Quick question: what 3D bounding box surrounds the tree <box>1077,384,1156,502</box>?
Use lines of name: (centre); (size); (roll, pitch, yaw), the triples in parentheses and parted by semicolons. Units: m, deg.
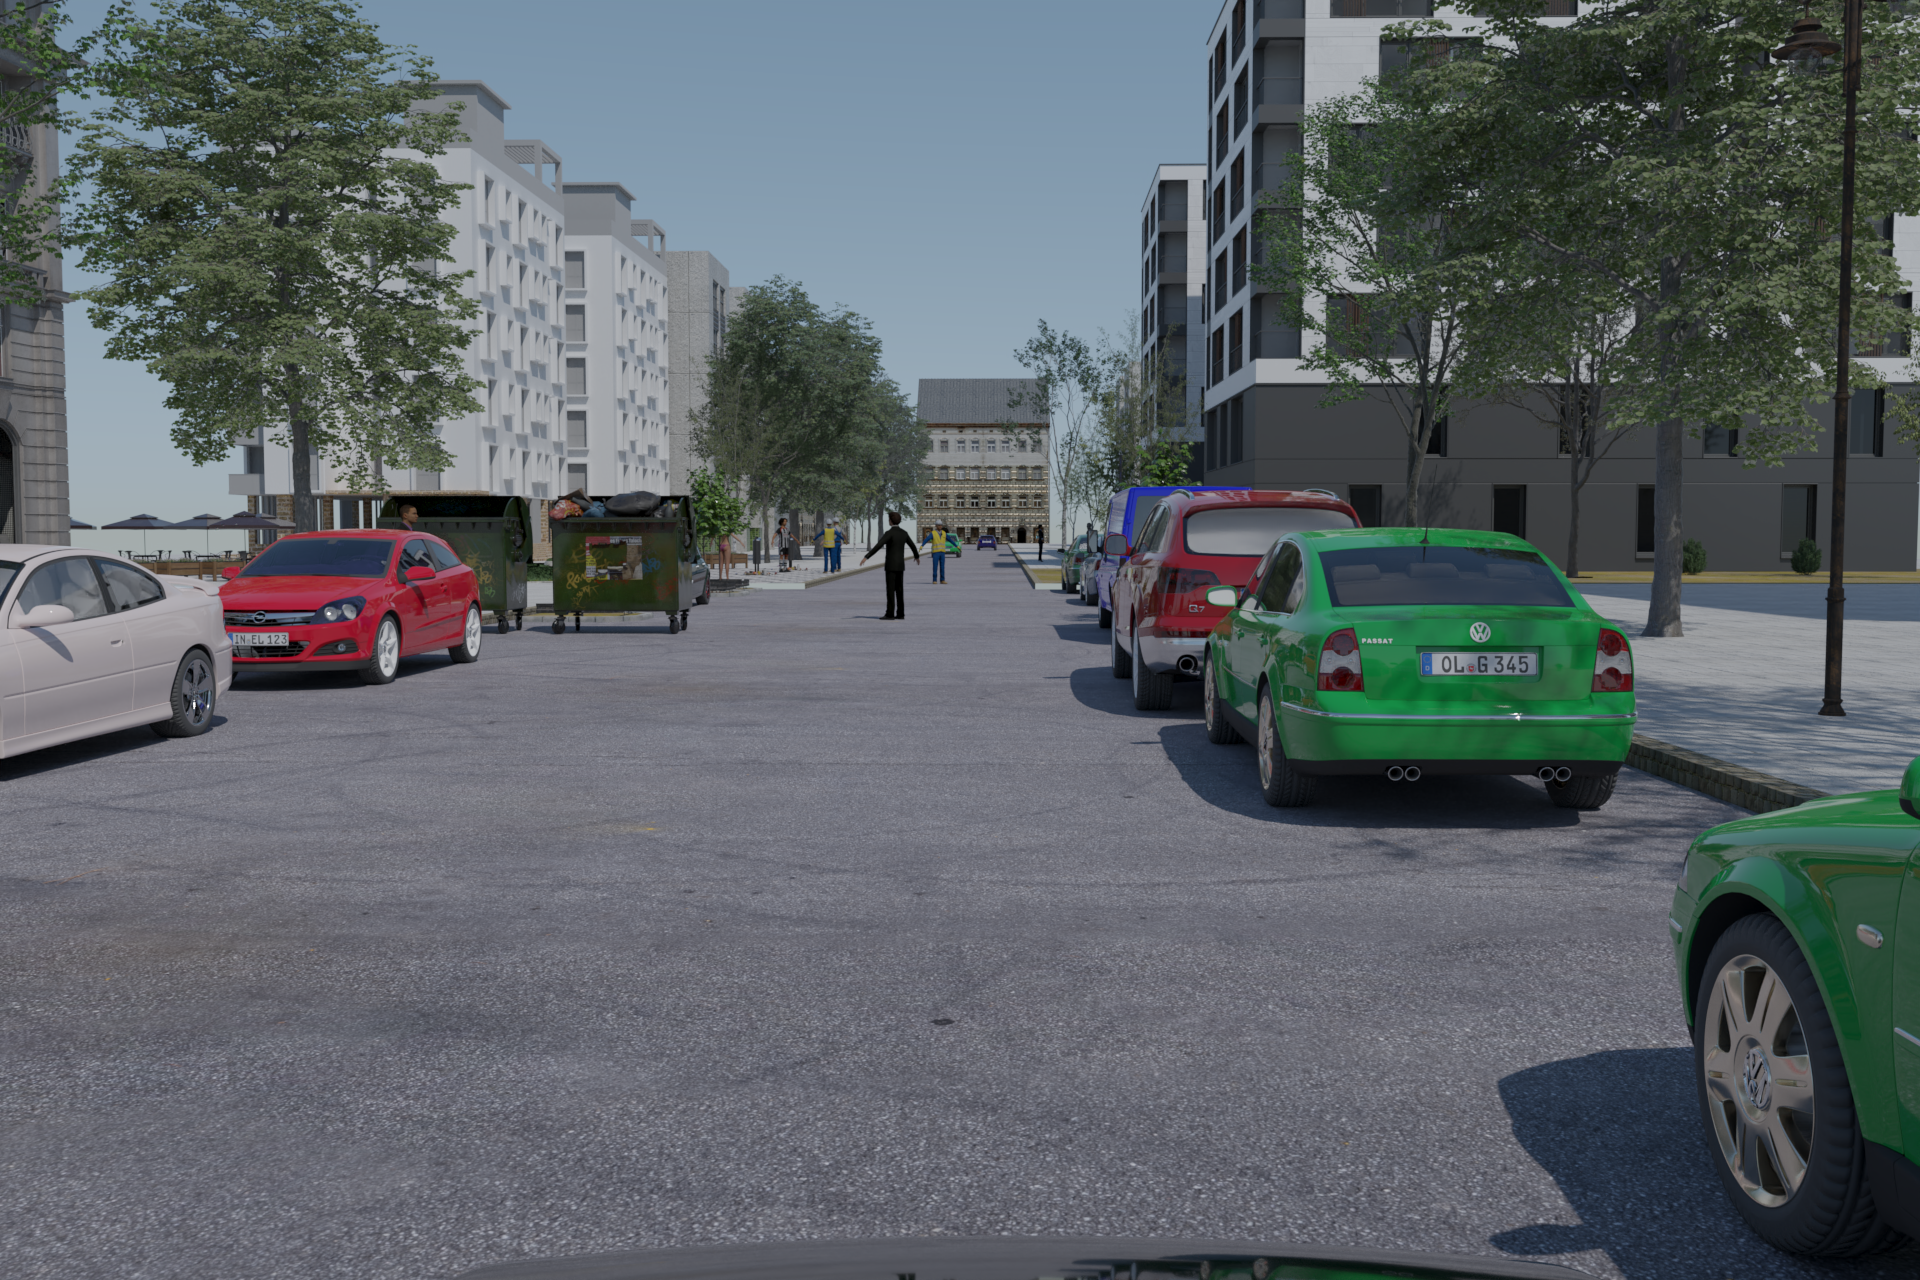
tree: (7.828, -8.208, 84.568); (4.737, 8.622, 4.395); (0, 3, 0)

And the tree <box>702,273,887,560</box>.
tree: (-8.094, -10.890, 84.714); (9.857, 13.997, 8.962); (0, 3, 0)

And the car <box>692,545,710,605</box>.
car: (-5.977, -1.469, 33.804); (2.009, 1.686, 4.222); (0, 4, 1)

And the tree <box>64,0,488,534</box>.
tree: (-12.864, -6.993, 32.455); (7.486, 12.596, 7.792); (0, 3, 0)

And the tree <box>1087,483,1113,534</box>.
tree: (19.638, -17.694, 239.656); (4.737, 8.622, 4.395); (0, 3, 0)

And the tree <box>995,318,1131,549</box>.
tree: (9.085, -18.051, 151.028); (12.611, 20.169, 13.585); (0, 3, 0)

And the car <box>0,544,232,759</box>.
car: (-6.342, 0.086, 10.950); (2.083, 1.381, 4.827); (0, 4, 1)

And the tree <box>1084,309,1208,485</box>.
tree: (6.168, -6.494, 56.539); (4.360, 8.622, 3.978); (0, 3, 0)

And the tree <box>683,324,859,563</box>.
tree: (-8.400, -8.670, 76.175); (8.767, 10.594, 7.601); (1, 4, 8)

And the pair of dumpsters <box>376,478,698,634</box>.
pair of dumpsters: (-6.113, -1.236, 25.154); (4.436, 2.255, 1.574); (0, 4, 1)

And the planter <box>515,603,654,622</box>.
planter: (-6.238, -0.490, 29.147); (1.991, 0.319, 1.994); (0, 4, 1)

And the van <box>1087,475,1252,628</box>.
van: (3.002, -1.235, 24.581); (2.240, 2.365, 5.245); (0, 4, 1)

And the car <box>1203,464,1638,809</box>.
car: (2.530, -0.100, 10.434); (1.959, 1.807, 4.718); (0, 4, 2)

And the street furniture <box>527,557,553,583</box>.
street furniture: (-12.806, -1.897, 46.641); (10.072, 0.657, 5.734); (-2, 4, -34)

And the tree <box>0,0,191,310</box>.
tree: (-11.832, -5.638, 17.943); (9.928, 11.665, 9.643); (0, 3, 0)

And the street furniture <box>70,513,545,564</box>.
street furniture: (-28.018, -3.455, 61.520); (27.439, 1.986, 14.083); (-1, 4, -8)

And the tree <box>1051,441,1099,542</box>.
tree: (8.547, -11.108, 131.977); (4.360, 8.622, 3.978); (0, 3, 0)

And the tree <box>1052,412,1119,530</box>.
tree: (8.120, -9.392, 103.914); (4.360, 8.622, 3.978); (0, 3, 0)

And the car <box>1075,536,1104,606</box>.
car: (3.424, -1.467, 35.984); (2.014, 1.417, 4.499); (0, 4, 2)

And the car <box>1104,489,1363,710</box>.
car: (2.474, -0.422, 15.581); (2.281, 1.827, 5.304); (0, 4, 2)

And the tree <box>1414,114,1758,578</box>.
tree: (18.014, -8.549, 50.148); (12.009, 13.543, 11.850); (0, 3, 0)

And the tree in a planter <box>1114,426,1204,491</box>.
tree in a planter: (3.383, -1.931, 28.802); (1.991, 3.239, 1.994); (0, 4, 2)

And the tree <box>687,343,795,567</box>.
tree: (-8.803, -7.132, 66.965); (4.360, 8.622, 3.978); (0, 3, 0)

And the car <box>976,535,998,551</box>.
car: (2.349, -8.444, 150.642); (1.945, 1.354, 3.894); (0, 4, 2)

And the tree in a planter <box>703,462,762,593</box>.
tree in a planter: (-5.958, -2.789, 42.829); (1.991, 3.239, 1.994); (0, 4, 2)

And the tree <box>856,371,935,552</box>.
tree: (-6.540, -13.231, 126.691); (12.009, 13.543, 11.850); (0, 3, 0)

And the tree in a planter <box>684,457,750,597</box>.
tree in a planter: (-5.965, -2.631, 40.246); (1.991, 3.239, 1.994); (0, 4, 2)

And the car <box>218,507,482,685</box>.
car: (-6.314, -0.537, 17.825); (2.155, 1.783, 4.494); (0, 4, 1)

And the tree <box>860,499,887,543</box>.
tree: (-13.844, -19.368, 242.426); (9.928, 11.665, 9.643); (0, 3, 0)

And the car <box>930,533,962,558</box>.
car: (-0.825, -5.934, 105.821); (1.959, 1.807, 4.718); (0, 4, 1)

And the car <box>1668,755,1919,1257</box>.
car: (2.451, 0.411, 2.079); (1.959, 1.807, 4.718); (0, 4, 1)

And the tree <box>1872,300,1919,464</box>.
tree: (28.085, -6.044, 49.189); (4.737, 8.622, 4.395); (0, 3, 0)

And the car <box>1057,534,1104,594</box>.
car: (3.494, -1.915, 43.106); (2.131, 1.459, 4.920); (0, 4, 1)
